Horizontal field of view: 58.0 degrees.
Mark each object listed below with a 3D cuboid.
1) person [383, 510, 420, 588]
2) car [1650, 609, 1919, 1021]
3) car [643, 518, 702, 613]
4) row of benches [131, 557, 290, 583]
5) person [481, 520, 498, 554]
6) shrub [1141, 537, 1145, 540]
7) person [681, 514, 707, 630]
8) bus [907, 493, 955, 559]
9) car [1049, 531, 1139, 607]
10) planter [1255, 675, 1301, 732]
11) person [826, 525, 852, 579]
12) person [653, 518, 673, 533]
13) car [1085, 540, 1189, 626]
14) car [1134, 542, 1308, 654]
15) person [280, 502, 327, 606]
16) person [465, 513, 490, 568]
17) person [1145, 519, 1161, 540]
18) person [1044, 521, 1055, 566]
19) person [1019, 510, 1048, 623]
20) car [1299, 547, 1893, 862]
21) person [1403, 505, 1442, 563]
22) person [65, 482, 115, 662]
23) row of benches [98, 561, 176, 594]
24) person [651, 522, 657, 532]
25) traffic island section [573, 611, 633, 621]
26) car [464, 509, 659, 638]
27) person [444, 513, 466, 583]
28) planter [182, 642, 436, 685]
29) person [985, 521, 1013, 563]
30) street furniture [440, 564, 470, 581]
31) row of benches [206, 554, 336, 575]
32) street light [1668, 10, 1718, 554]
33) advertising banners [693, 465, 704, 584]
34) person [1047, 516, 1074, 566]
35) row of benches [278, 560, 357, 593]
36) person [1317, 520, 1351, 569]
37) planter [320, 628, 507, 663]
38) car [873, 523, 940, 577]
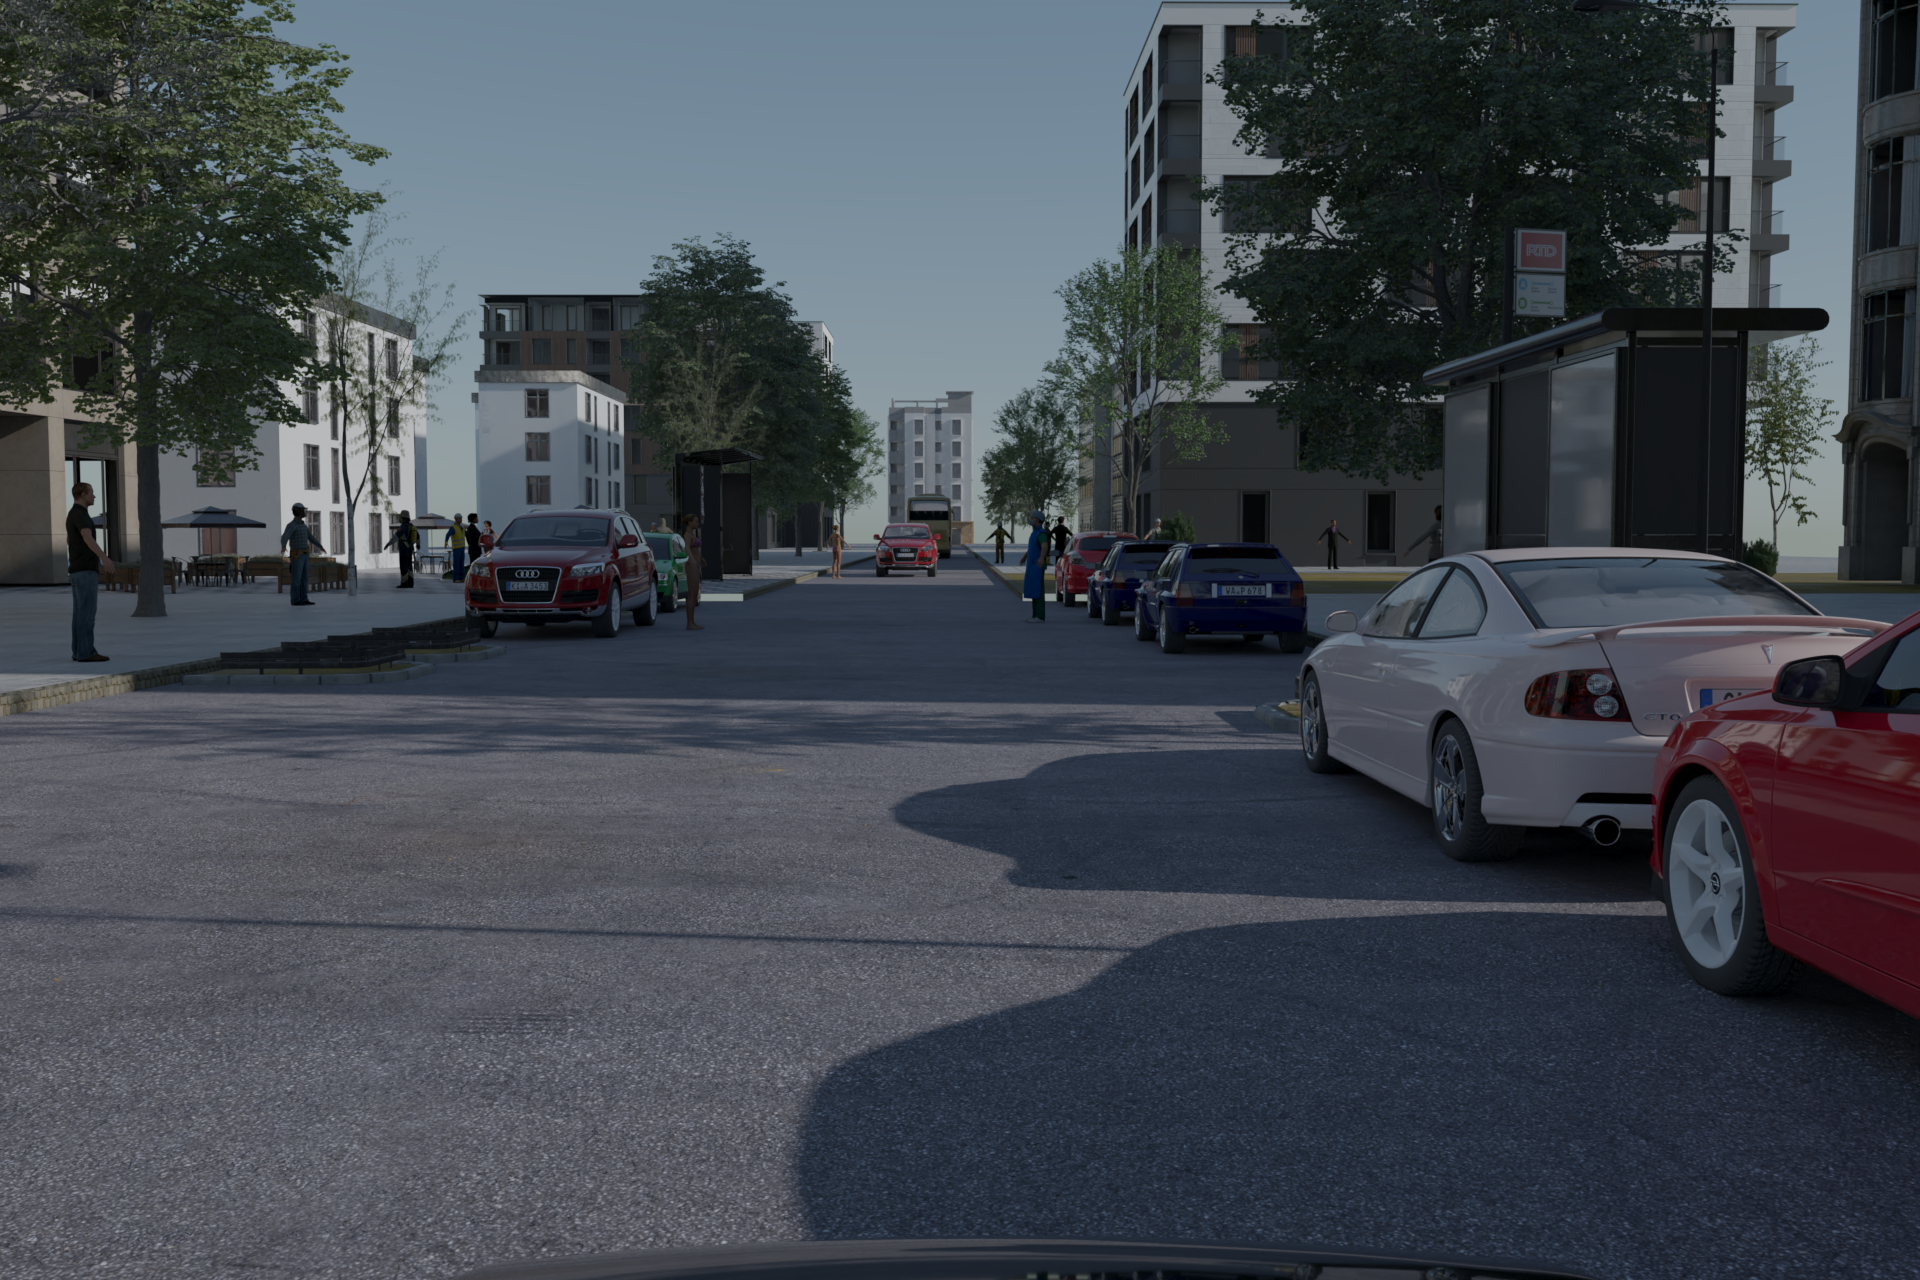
[{"bbox_3d":[-13.148,-2.155,41.015,0.705,1.856,1.354,1,4,17],"label":"person"},{"bbox_3d":[3.237,0.300,4.131,2.155,1.783,4.494,0,4,-1],"label":"car"},{"bbox_3d":[-6.057,-1.478,32.962,1.959,1.807,4.718,0,3,0],"label":"car"},{"bbox_3d":[-19.539,-1.835,45.467,4.104,0.672,1.422,0,4,-1],"label":"row of benches"},{"bbox_3d":[-18.915,-3.862,69.289,1.345,1.843,0.704,2,4,30],"label":"person"},{"bbox_3d":[5.590,-2.529,52.468,1.383,1.207,1.383,0,3,0],"label":"shrub"},{"bbox_3d":[-3.948,-1.028,26.061,0.721,1.733,1.217,0,4,-2],"label":"person"},{"bbox_3d":[-1.761,-6.897,104.305,2.896,3.916,12.252,0,3,0],"label":"bus"},{"bbox_3d":[2.928,-1.622,35.567,2.155,1.783,4.494,0,3,0],"label":"car"},{"bbox_3d":[3.300,0.487,13.174,1.991,0.319,1.994,0,3,0],"label":"planter"},{"bbox_3d":[-3.922,-2.851,55.873,0.721,1.733,1.217,-3,5,-44],"label":"person"},{"bbox_3d":[-9.865,-3.137,57.419,1.348,1.813,0.705,-1,4,-17],"label":"person"},{"bbox_3d":[3.074,-0.973,28.483,1.945,1.354,3.894,0,4,-1],"label":"car"},{"bbox_3d":[3.253,-0.583,22.107,1.945,1.354,3.894,0,4,-1],"label":"car"},{"bbox_3d":[-11.847,-1.547,31.131,0.704,1.849,1.345,1,4,11],"label":"person"},{"bbox_3d":[-10.438,-1.883,37.503,0.721,1.740,1.216,-2,4,-33],"label":"person"},{"bbox_3d":[7.208,-3.504,63.143,1.347,1.847,0.705,-1,4,-22],"label":"person"},{"bbox_3d":[3.598,-3.941,70.573,0.704,1.812,1.346,-1,4,-21],"label":"person"},{"bbox_3d":[1.222,-1.193,28.084,0.704,1.817,1.347,-1,4,-11],"label":"person"},{"bbox_3d":[3.048,0.208,8.968,2.083,1.381,4.827,0,4,-1],"label":"car"},{"bbox_3d":[7.495,-1.254,27.257,1.215,1.744,0.721,-2,4,-25],"label":"person"},{"bbox_3d":[-8.795,-0.687,17.453,0.705,1.803,1.348,-3,4,-38],"label":"person"},{"bbox_3d":[-18.393,-1.413,38.571,1.422,0.672,4.104,-3,5,-41],"label":"row of benches"},{"bbox_3d":[-12.743,-4.003,71.910,1.216,1.772,0.721,2,4,29],"label":"person"},{"bbox_3d":[-6.488,-0.406,29.499,1.991,0.108,1.994,0,4,0],"label":"traffic island section"},{"bbox_3d":[-5.779,-1.036,25.607,2.281,1.827,5.304,0,4,-1],"label":"car"},{"bbox_3d":[-13.150,-2.418,45.505,0.705,1.833,1.349,1,4,22],"label":"person"},{"bbox_3d":[-6.418,0.226,17.437,1.991,0.319,1.994,0,4,-1],"label":"planter"},{"bbox_3d":[1.732,-4.276,75.673,1.354,1.858,0.705,-2,4,-24],"label":"person"},{"bbox_3d":[-11.922,-2.205,51.679,5.734,0.657,10.072,0,4,2],"label":"street furniture"},{"bbox_3d":[-21.775,-2.390,54.539,4.104,0.672,1.422,0,4,3],"label":"row of benches"},{"bbox_3d":[7.064,-2.604,15.118,1.470,5.913,1.316,0,4,0],"label":"street light"},{"bbox_3d":[-6.597,-2.899,43.586,0.090,3.025,2.074,0,4,1],"label":"advertising banners"},{"bbox_3d":[2.954,-2.704,50.392,1.347,1.806,0.705,2,4,31],"label":"person"},{"bbox_3d":[-14.584,-1.461,39.352,1.422,0.672,4.104,0,4,-4],"label":"row of benches"},{"bbox_3d":[13.538,-3.461,62.812,1.346,1.802,0.704,-1,4,-16],"label":"person"},{"bbox_3d":[-6.404,0.057,20.210,1.991,0.319,1.994,0,4,-1],"label":"planter"},{"bbox_3d":[-1.808,-3.107,59.473,2.281,1.827,5.304,0,4,0],"label":"car"}]
